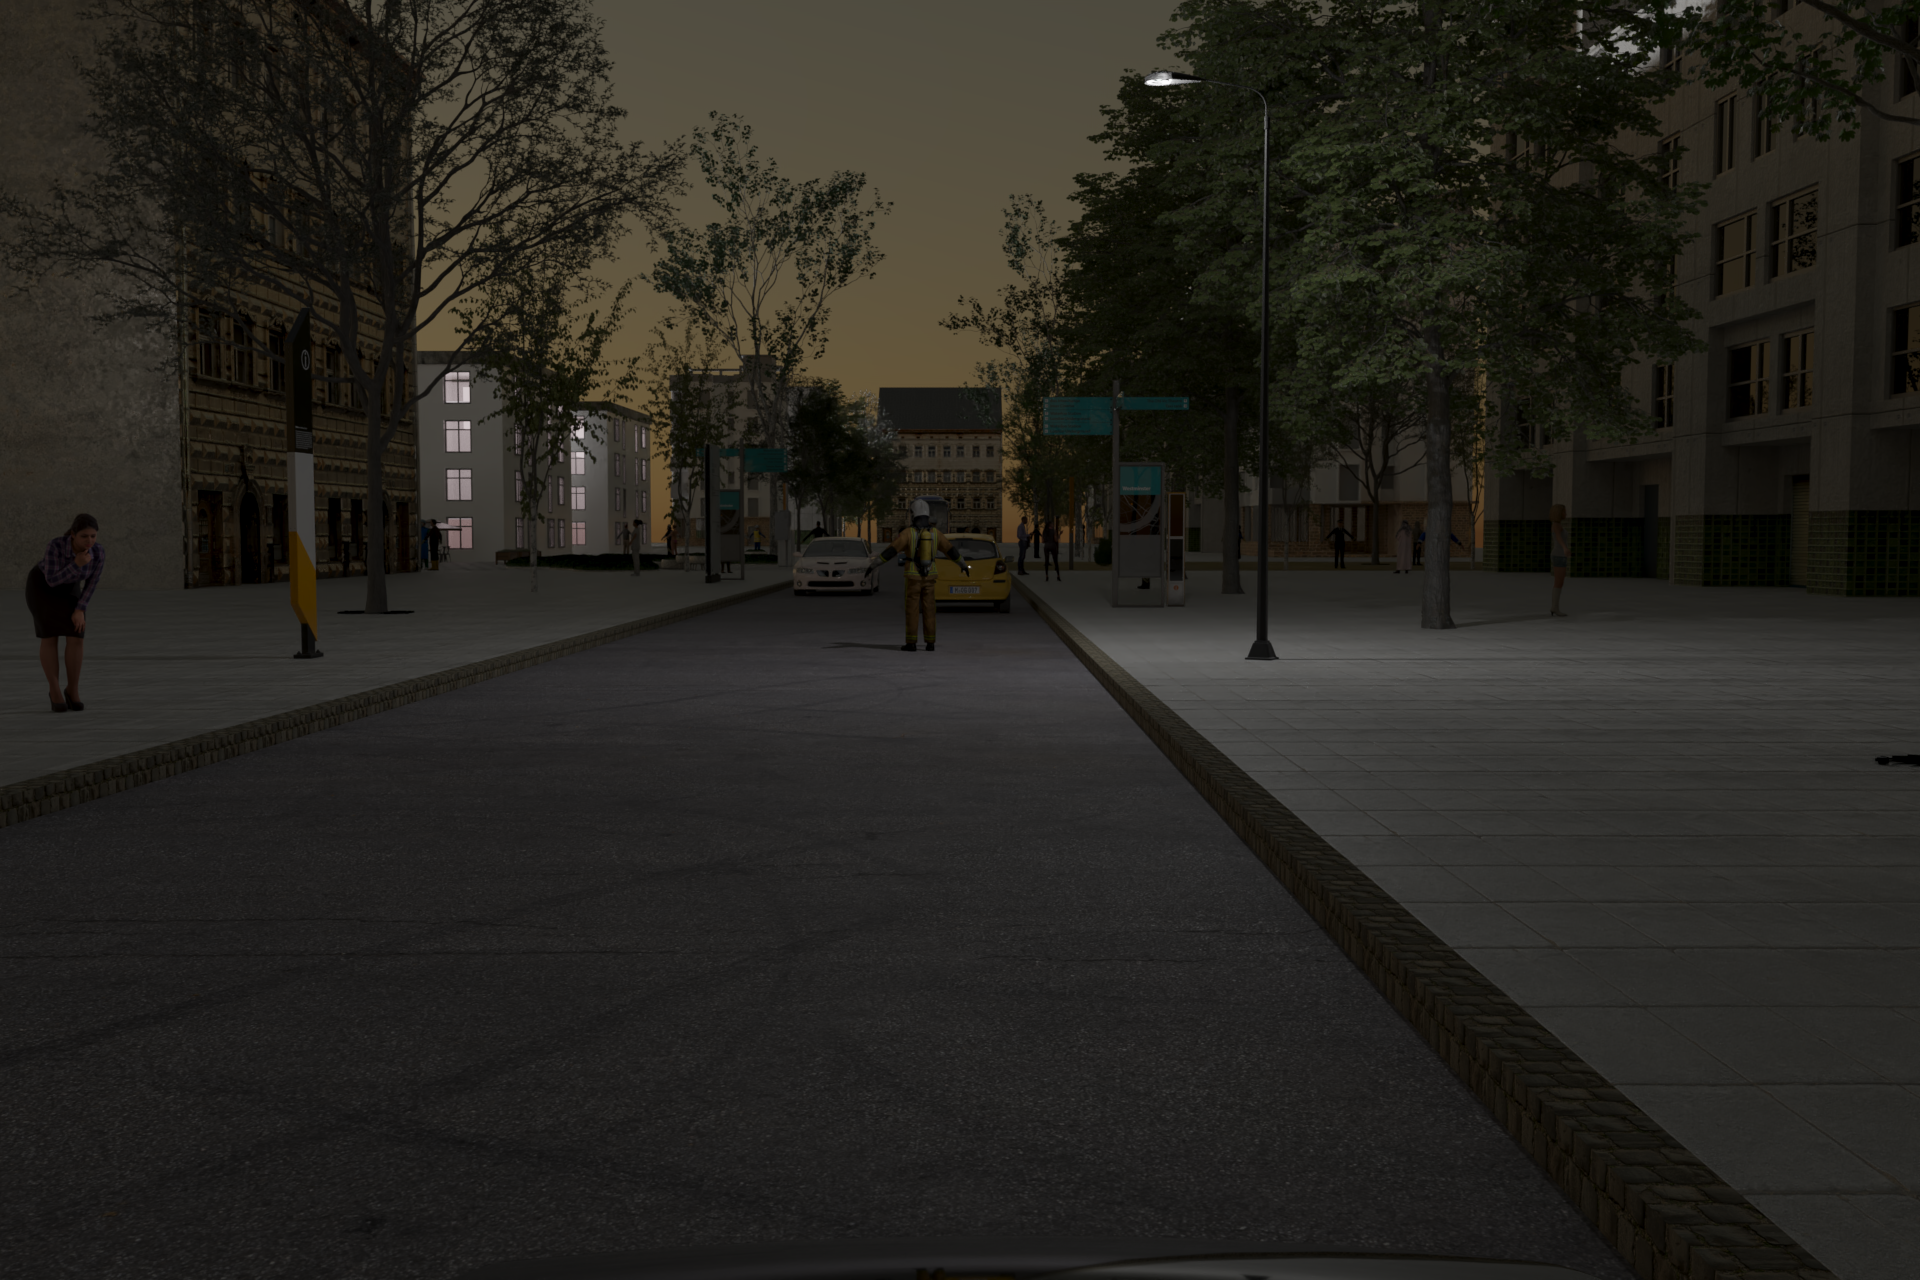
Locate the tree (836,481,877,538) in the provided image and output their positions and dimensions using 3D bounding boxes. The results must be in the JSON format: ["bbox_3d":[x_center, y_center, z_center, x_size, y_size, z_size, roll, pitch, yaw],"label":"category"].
[{"bbox_3d":[-9.023,-12.682,157.706,4.360,8.622,3.978,0,3,0],"label":"tree"}]

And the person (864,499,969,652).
[{"bbox_3d":[-0.497,-0.794,21.202,1.354,1.858,0.705,-1,4,-20],"label":"person"}]

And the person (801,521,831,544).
[{"bbox_3d":[-5.609,-3.812,68.544,1.346,1.802,0.704,-1,4,-21],"label":"person"}]

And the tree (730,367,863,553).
[{"bbox_3d":[-9.160,-9.868,95.749,8.767,10.594,7.601,2,4,28],"label":"tree"}]

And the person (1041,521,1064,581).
[{"bbox_3d":[2.505,-2.415,47.004,0.593,1.643,0.415,-2,4,-23],"label":"person"}]

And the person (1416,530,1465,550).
[{"bbox_3d":[11.700,-2.223,42.326,1.345,1.831,0.704,-1,4,-18],"label":"person"}]

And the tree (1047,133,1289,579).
[{"bbox_3d":[5.982,-7.978,48.565,7.486,12.596,7.792,0,3,0],"label":"tree"}]

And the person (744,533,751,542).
[{"bbox_3d":[-10.352,-4.520,80.095,1.347,1.806,0.705,0,4,-8],"label":"person"}]

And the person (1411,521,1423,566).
[{"bbox_3d":[18.631,-3.938,70.509,0.705,1.813,1.348,-3,4,-36],"label":"person"}]

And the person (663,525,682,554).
[{"bbox_3d":[-13.603,-4.605,82.093,0.721,1.733,1.217,2,4,32],"label":"person"}]

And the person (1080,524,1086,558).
[{"bbox_3d":[6.662,-5.414,94.664,0.704,1.843,1.345,0,4,5],"label":"person"}]

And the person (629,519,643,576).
[{"bbox_3d":[-10.011,-2.833,53.088,0.721,1.739,1.217,0,4,-3],"label":"person"}]

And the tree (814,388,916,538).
[{"bbox_3d":[-8.378,-14.358,145.127,12.009,13.543,11.850,0,3,0],"label":"tree"}]

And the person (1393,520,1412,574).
[{"bbox_3d":[14.416,-3.027,56.197,0.551,1.740,0.621,-2,4,-35],"label":"person"}]

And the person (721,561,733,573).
[{"bbox_3d":[-7.623,-3.056,56.735,1.217,1.736,0.721,-3,5,-42],"label":"person"}]

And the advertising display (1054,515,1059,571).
[{"bbox_3d":[3.356,-3.375,60.394,0.123,1.923,0.974,0,4,0],"label":"advertising display"}]

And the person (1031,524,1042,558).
[{"bbox_3d":[4.093,-5.227,91.652,0.705,1.806,1.347,-2,4,-33],"label":"person"}]

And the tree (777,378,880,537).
[{"bbox_3d":[-9.656,-12.756,126.694,7.486,12.596,7.792,0,3,0],"label":"tree"}]

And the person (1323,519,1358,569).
[{"bbox_3d":[14.145,-3.580,64.460,1.347,1.837,0.705,0,4,-5],"label":"person"}]

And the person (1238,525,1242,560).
[{"bbox_3d":[13.805,-4.872,86.384,0.721,1.740,1.216,2,4,29],"label":"person"}]

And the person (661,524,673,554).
[{"bbox_3d":[-16.855,-5.785,100.371,0.705,1.856,1.354,-3,5,-44],"label":"person"}]

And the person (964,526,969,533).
[{"bbox_3d":[0.327,-3.656,68.954,1.216,1.740,0.721,-3,5,-40],"label":"person"}]

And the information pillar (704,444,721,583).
[{"bbox_3d":[-6.545,-3.333,45.808,0.184,3.620,1.656,0,4,0],"label":"information pillar"}]

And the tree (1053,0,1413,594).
[{"bbox_3d":[5.709,-7.238,36.462,7.486,12.596,7.792,0,3,0],"label":"tree"}]

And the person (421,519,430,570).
[{"bbox_3d":[-19.388,-3.445,62.452,1.347,1.817,0.704,1,4,13],"label":"person"}]

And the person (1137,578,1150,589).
[{"bbox_3d":[4.291,-2.113,40.419,0.704,1.845,1.351,0,4,1],"label":"person"}]

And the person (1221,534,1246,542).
[{"bbox_3d":[12.837,-4.620,81.513,1.349,1.833,0.705,3,5,40],"label":"person"}]

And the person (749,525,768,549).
[{"bbox_3d":[-10.906,-5.328,93.578,1.216,1.772,0.721,2,4,27],"label":"person"}]

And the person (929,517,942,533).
[{"bbox_3d":[-0.660,-2.024,41.411,1.347,1.847,0.705,-2,4,-31],"label":"person"}]

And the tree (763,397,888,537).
[{"bbox_3d":[-8.748,-10.856,111.906,8.767,10.594,7.601,-2,4,-27],"label":"tree"}]

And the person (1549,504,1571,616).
[{"bbox_3d":[9.445,-1.251,27.073,0.721,1.753,1.214,1,4,16],"label":"person"}]

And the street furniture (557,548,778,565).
[{"bbox_3d":[-12.423,-3.553,73.710,10.072,0.657,5.734,-1,4,-10],"label":"street furniture"}]

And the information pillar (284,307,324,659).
[{"bbox_3d":[-6.756,-1.616,17.769,0.183,3.616,0.504,0,4,1],"label":"information pillar"}]

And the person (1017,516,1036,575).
[{"bbox_3d":[2.076,-2.935,53.903,0.599,1.838,0.709,1,4,10],"label":"person"}]

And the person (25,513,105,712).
[{"bbox_3d":[-6.392,-0.194,12.443,0.697,1.427,0.421,3,4,36],"label":"person"}]

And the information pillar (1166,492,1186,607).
[{"bbox_3d":[3.809,-1.598,30.622,0.304,2.012,0.304,0,3,0],"label":"information pillar"}]

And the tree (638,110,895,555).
[{"bbox_3d":[-10.141,-13.733,80.418,12.611,20.169,13.585,0,3,0],"label":"tree"}]

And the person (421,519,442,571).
[{"bbox_3d":[-18.531,-3.351,60.932,0.704,1.812,1.346,1,4,13],"label":"person"}]

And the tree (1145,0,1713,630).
[{"bbox_3d":[6.068,-6.429,23.245,7.486,12.596,7.792,0,3,0],"label":"tree"}]

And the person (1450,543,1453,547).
[{"bbox_3d":[18.700,-3.510,66.647,0.991,1.433,0.599,-3,5,-45],"label":"person"}]

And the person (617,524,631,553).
[{"bbox_3d":[-17.688,-5.238,91.909,1.348,1.796,0.705,1,4,23],"label":"person"}]

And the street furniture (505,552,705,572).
[{"bbox_3d":[-12.925,-2.956,63.950,5.734,0.657,10.072,-2,4,-28],"label":"street furniture"}]

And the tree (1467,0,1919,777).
[{"bbox_3d":[5.784,-5.096,9.074,9.928,11.665,9.643,0,3,0],"label":"tree"}]
